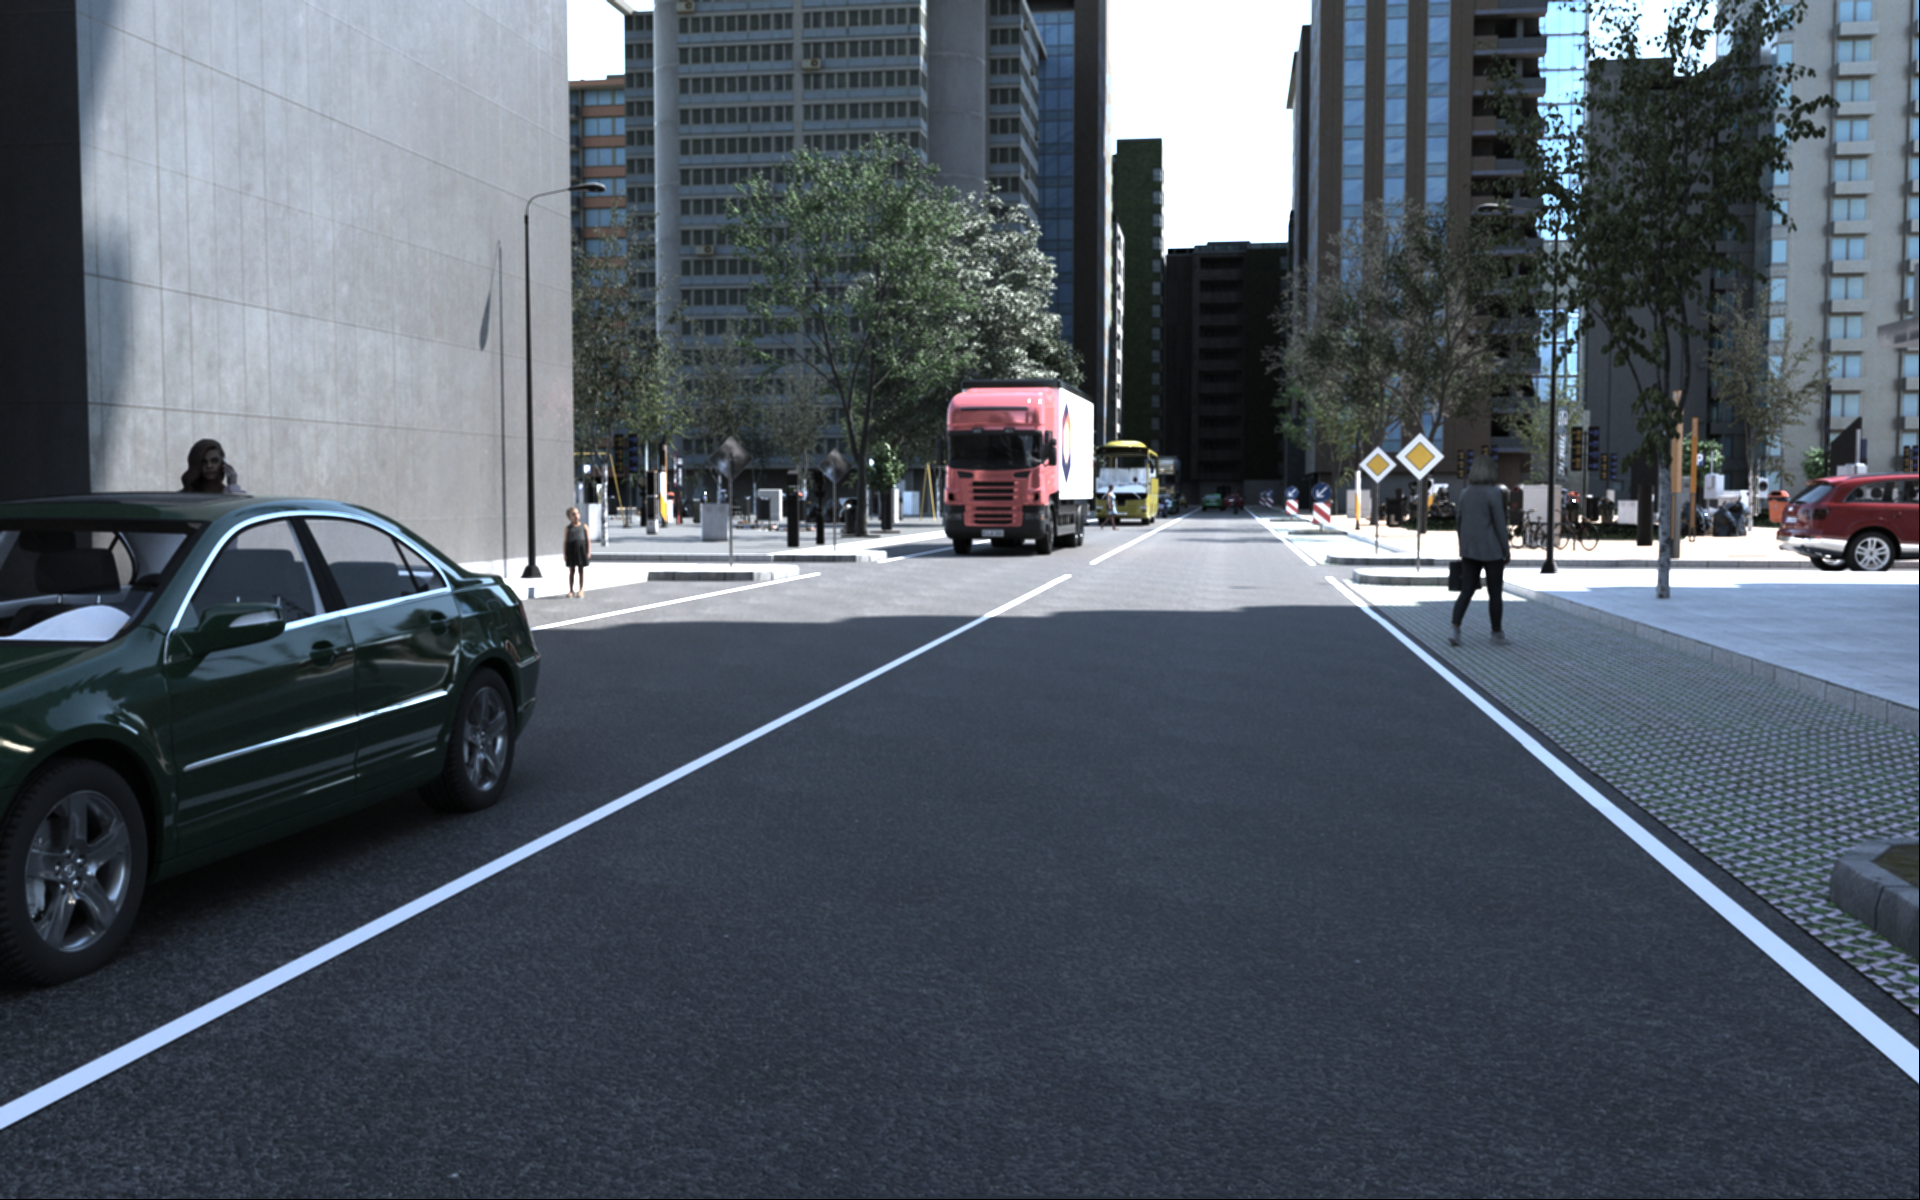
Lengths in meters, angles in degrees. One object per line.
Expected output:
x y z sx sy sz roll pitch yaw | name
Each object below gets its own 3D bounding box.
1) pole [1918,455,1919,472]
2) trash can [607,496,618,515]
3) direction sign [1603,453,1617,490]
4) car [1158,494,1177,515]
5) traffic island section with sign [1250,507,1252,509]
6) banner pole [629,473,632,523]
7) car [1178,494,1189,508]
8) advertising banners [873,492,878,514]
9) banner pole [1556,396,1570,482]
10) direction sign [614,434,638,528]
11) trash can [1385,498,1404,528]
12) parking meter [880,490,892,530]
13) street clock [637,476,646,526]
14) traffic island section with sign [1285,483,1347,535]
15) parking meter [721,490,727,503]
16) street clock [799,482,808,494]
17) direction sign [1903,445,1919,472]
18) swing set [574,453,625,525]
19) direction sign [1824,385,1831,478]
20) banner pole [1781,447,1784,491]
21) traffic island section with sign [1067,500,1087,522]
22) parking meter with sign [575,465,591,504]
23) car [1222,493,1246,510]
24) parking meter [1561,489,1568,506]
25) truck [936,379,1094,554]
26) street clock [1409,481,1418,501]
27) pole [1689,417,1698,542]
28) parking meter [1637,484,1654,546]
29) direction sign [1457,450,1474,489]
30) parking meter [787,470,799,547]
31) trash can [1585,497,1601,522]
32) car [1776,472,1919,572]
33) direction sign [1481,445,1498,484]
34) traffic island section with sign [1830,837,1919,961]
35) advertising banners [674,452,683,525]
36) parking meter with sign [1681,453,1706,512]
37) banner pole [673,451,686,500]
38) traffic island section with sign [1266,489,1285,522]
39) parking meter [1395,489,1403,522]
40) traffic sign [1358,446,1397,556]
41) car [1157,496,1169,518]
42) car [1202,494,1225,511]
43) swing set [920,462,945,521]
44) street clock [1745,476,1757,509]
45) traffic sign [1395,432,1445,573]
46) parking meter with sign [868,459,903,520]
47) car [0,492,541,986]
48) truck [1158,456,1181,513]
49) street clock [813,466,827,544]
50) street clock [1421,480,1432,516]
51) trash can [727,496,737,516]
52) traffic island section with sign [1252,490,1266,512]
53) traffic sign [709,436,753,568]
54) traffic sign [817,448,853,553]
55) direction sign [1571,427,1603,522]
49.789 -5.878 89.942 0.158 3.312 0.155 0 3 0 | pole
-21.517 -5.835 107.049 0.748 1.137 0.748 0 3 0 | trash can
36.038 -6.379 96.297 0.876 3.537 0.379 0 4 4 | direction sign
13.987 -6.611 119.888 2.131 1.459 4.920 1 4 10 | car
28.485 -9.486 163.727 1.989 1.847 2.006 1 4 9 | traffic island section with sign
-14.415 -5.248 75.819 0.401 3.779 0.863 0 4 -4 | banner pole
23.477 -10.720 185.496 2.015 1.641 3.980 1 4 9 | car
-4.883 -7.120 112.606 2.074 3.025 0.090 3 5 41 | advertising banners
14.989 -3.266 43.410 0.401 3.779 0.863 -1 4 -16 | banner pole
-12.612 -4.495 65.495 0.876 3.537 0.379 0 4 1 | direction sign
16.712 -3.362 66.614 0.748 1.137 0.748 0 3 0 | trash can
-2.632 -3.429 61.780 0.399 1.863 0.255 0 4 7 | parking meter
-12.576 -3.930 68.827 0.471 2.002 0.358 2 4 28 | street clock
12.523 -3.185 60.711 1.989 1.847 2.006 1 4 9 | traffic island section with sign
-13.386 -5.476 97.951 0.372 1.533 0.369 0 3 0 | parking meter
-8.899 -5.737 98.362 0.471 2.002 0.358 2 4 27 | street clock
44.436 -5.444 81.011 0.379 3.537 0.876 -1 4 -14 | direction sign
-14.847 -4.203 66.343 3.119 2.851 2.862 1 4 13 | swing set
18.212 -2.717 36.426 0.379 3.537 0.876 1 4 22 | direction sign
44.051 -6.292 92.883 0.401 3.779 0.863 1 4 23 | banner pole
5.510 -4.920 89.072 1.989 1.847 2.006 1 4 9 | traffic island section with sign
-22.672 -6.505 102.615 1.738 3.016 0.543 3 4 36 | parking meter with sign
24.890 -9.083 157.547 2.155 1.783 4.494 1 4 9 | car
27.566 -4.321 79.063 0.372 1.533 0.369 0 3 0 | parking meter
1.643 -3.408 44.627 2.839 4.237 11.283 1 4 10 | truck
25.756 -5.742 98.449 0.471 2.002 0.358 -1 4 -17 | street clock
19.555 -3.201 46.171 0.158 3.312 0.155 0 3 0 | pole
16.926 -2.101 42.769 0.372 1.533 0.369 0 3 0 | parking meter
25.822 -5.905 88.544 0.876 3.537 0.379 3 5 44 | direction sign
-4.048 -2.221 42.027 0.255 1.863 0.399 0 4 0 | parking meter
29.345 -4.202 80.363 0.748 1.137 0.748 0 3 0 | trash can
17.579 -1.371 31.086 5.304 1.827 2.281 0 4 7 | car
24.499 -5.392 80.158 0.379 3.537 0.876 -3 5 -39 | direction sign
3.967 0.195 5.446 1.989 1.847 2.006 1 4 9 | traffic island section with sign
-11.897 -4.704 73.095 0.090 3.025 2.074 0 4 0 | advertising banners
30.741 -4.728 73.569 1.738 3.016 0.543 -1 4 -18 | parking meter with sign
-16.218 -6.795 101.120 0.401 3.779 0.863 3 5 39 | banner pole
16.857 -4.897 88.686 1.989 1.847 2.006 1 4 9 | traffic island section with sign
20.522 -4.437 80.962 0.372 1.533 0.369 0 3 0 | parking meter
8.671 -1.979 36.003 0.795 2.450 0.064 1 4 9 | traffic sign
11.654 -5.637 104.744 1.945 1.354 3.894 0 4 8 | car
21.731 -8.551 148.600 1.959 1.807 4.718 1 4 10 | car
-0.086 -5.263 83.674 3.119 2.851 2.862 -1 4 -15 | swing set
32.330 -4.052 70.817 0.471 2.002 0.358 -2 4 -33 | street clock
7.449 -1.497 28.111 0.795 2.450 0.064 1 4 9 | traffic sign
-3.646 -5.449 85.349 1.738 3.016 0.543 2 4 24 | parking meter with sign
-3.251 0.314 6.670 2.131 1.459 4.920 1 4 9 | car
15.257 -8.671 130.681 2.839 4.237 11.283 1 4 9 | truck
-3.567 -2.425 44.212 0.358 2.002 0.471 0 4 5 | street clock
22.918 -4.928 85.147 0.471 2.002 0.358 0 4 2 | street clock
-13.607 -5.562 102.599 0.748 1.137 0.748 0 3 0 | trash can
24.299 -7.834 136.721 1.989 1.847 2.006 1 4 9 | traffic island section with sign
-3.957 -1.605 29.891 0.795 2.450 0.064 1 4 9 | traffic sign
-2.735 -2.088 37.783 0.795 2.450 0.064 1 4 9 | traffic sign
21.009 -4.053 58.266 0.876 3.537 0.379 2 4 26 | direction sign
